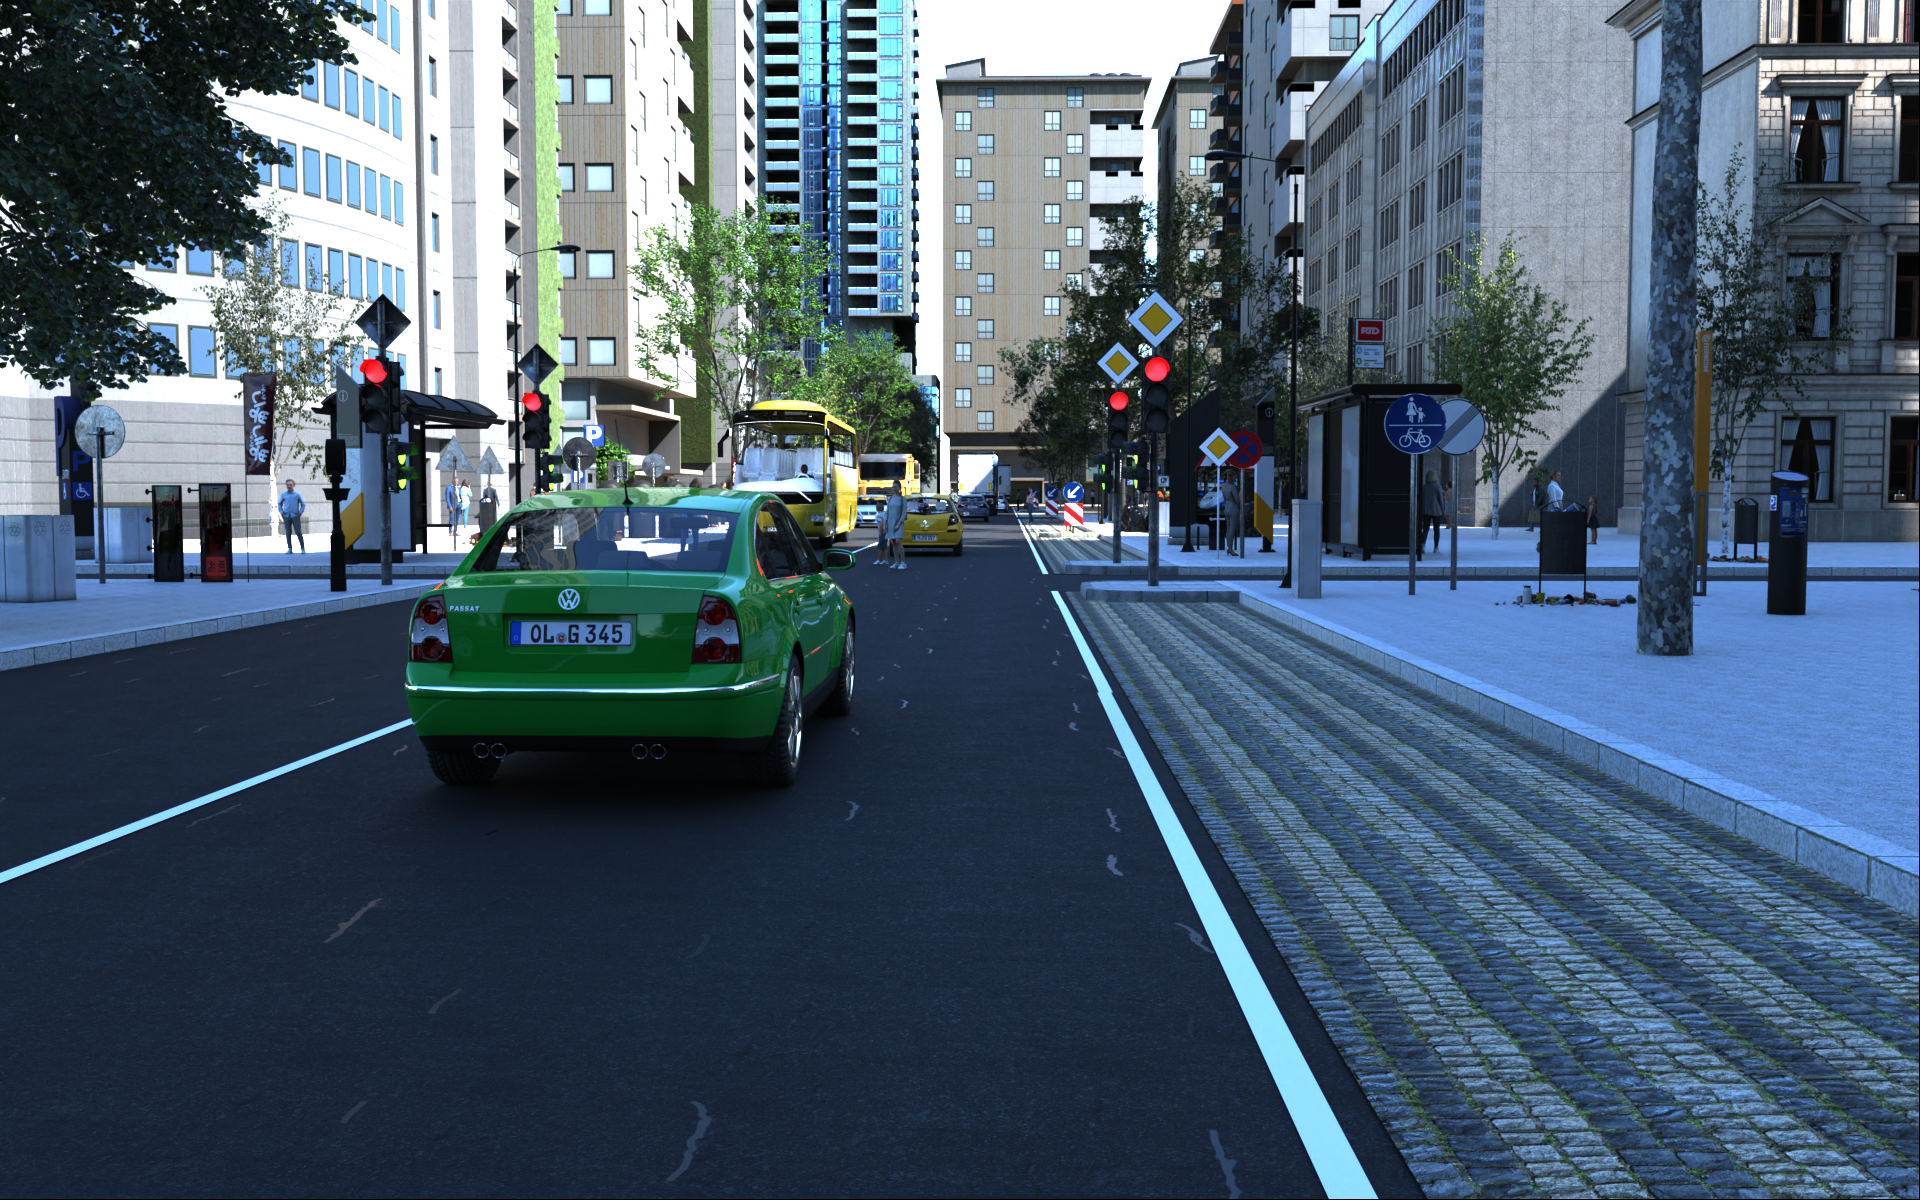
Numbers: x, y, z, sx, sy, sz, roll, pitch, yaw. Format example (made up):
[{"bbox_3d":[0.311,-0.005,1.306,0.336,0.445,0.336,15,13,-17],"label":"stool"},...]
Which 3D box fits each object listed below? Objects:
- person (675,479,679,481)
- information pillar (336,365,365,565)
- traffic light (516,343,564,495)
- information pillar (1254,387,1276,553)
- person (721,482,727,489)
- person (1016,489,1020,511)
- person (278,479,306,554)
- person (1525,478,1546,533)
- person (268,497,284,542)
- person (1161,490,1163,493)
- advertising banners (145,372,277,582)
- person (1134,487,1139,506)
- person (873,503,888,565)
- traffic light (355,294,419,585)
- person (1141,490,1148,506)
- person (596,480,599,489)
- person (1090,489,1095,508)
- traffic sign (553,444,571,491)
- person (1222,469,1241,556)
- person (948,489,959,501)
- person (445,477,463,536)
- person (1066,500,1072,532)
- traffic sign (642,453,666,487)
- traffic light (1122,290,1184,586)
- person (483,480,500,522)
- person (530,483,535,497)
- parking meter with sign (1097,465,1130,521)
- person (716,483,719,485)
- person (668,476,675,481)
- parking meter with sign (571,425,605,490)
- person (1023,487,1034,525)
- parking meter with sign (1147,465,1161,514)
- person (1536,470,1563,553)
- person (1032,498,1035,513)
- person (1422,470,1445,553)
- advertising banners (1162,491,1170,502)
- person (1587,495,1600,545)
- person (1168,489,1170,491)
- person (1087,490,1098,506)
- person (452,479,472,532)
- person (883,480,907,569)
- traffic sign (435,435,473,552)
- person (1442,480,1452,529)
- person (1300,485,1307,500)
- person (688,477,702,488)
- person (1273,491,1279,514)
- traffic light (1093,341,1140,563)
[{"bbox_3d":[-11.338,-3.925,69.583,0.474,1.900,0.648,-2,4,-34],"label":"person"},{"bbox_3d":[-11.085,-2.453,31.465,0.504,3.616,0.183,1,4,16],"label":"information pillar"},{"bbox_3d":[-7.863,-2.654,32.318,0.839,4.253,0.868,0,4,2],"label":"traffic light"},{"bbox_3d":[6.688,-2.853,37.995,0.504,3.616,0.183,-2,4,-28],"label":"information pillar"},{"bbox_3d":[-10.699,-4.432,78.418,0.656,1.842,0.836,-1,4,-16],"label":"person"},{"bbox_3d":[4.815,-8.331,144.720,0.705,1.823,1.348,0,4,7],"label":"person"},{"bbox_3d":[-14.294,-1.785,37.040,0.589,1.601,0.330,0,4,-3],"label":"person"},{"bbox_3d":[19.078,-3.133,57.252,0.713,1.824,0.794,1,4,12],"label":"person"},{"bbox_3d":[-18.234,-2.146,46.143,0.382,1.210,0.505,-1,4,-16],"label":"person"},{"bbox_3d":[20.063,-10.080,171.676,1.217,1.723,0.721,0,4,-1],"label":"person"},{"bbox_3d":[-10.831,-1.768,25.100,2.074,3.025,0.090,1,4,8],"label":"advertising banners"},{"bbox_3d":[12.360,-7.041,121.239,0.705,1.814,1.350,0,4,-2],"label":"person"},{"bbox_3d":[-1.597,-1.342,35.134,0.332,1.250,0.352,-3,4,-35],"label":"person"},{"bbox_3d":[-8.076,-2.166,24.336,0.839,4.253,0.868,0,4,2],"label":"traffic light"},{"bbox_3d":[19.407,-10.669,181.193,1.217,1.736,0.721,-2,4,-30],"label":"person"},{"bbox_3d":[-14.105,-3.745,67.376,0.694,1.812,0.767,3,5,41],"label":"person"},{"bbox_3d":[12.063,-9.268,158.505,0.436,1.711,0.756,3,5,39],"label":"person"},{"bbox_3d":[-10.484,-2.771,45.302,0.884,2.594,0.081,0,4,4],"label":"traffic sign"},{"bbox_3d":[5.700,-1.810,35.918,0.573,1.790,0.520,-3,4,-39],"label":"person"},{"bbox_3d":[-0.591,-7.239,126.938,1.350,1.814,0.705,1,4,21],"label":"person"},{"bbox_3d":[-15.445,-2.852,52.850,0.419,1.800,0.721,2,4,24],"label":"person"},{"bbox_3d":[4.164,-3.214,65.718,0.362,1.253,0.373,-1,4,-15],"label":"person"},{"bbox_3d":[-9.546,-3.294,53.964,0.768,2.556,0.104,1,4,10],"label":"traffic sign"},{"bbox_3d":[2.682,-2.150,24.066,0.839,4.253,0.868,0,4,2],"label":"traffic light"},{"bbox_3d":[-16.682,-3.373,61.607,0.576,1.772,0.534,-2,4,-24],"label":"person"},{"bbox_3d":[-20.024,-4.625,81.632,0.622,1.834,0.822,2,4,33],"label":"person"},{"bbox_3d":[7.469,-5.303,82.961,1.738,3.016,0.543,0,4,-4],"label":"parking meter with sign"},{"bbox_3d":[-11.664,-4.710,83.305,0.600,1.795,0.529,-2,4,-30],"label":"person"},{"bbox_3d":[-8.768,-2.883,53.150,0.822,1.834,0.622,0,4,-2],"label":"person"},{"bbox_3d":[-9.328,-2.846,42.795,0.543,3.016,1.738,1,4,10],"label":"parking meter with sign"},{"bbox_3d":[3.263,-4.352,80.240,0.643,1.750,0.593,-3,4,-37],"label":"person"},{"bbox_3d":[11.532,-6.553,103.399,0.543,3.016,1.738,0,4,-6],"label":"parking meter with sign"},{"bbox_3d":[12.727,-1.896,37.263,0.641,1.798,0.478,3,4,39],"label":"person"},{"bbox_3d":[5.259,-7.197,126.706,0.617,1.759,0.750,-1,4,-18],"label":"person"},{"bbox_3d":[10.111,-1.910,37.460,0.709,1.800,0.728,3,4,36],"label":"person"},{"bbox_3d":[9.378,-4.628,71.858,2.074,3.025,0.090,0,4,6],"label":"advertising banners"},{"bbox_3d":[16.055,-2.038,44.031,0.362,1.253,0.373,-3,5,-44],"label":"person"},{"bbox_3d":[14.177,-6.748,117.842,0.415,1.643,0.593,3,5,42],"label":"person"},{"bbox_3d":[13.797,-10.588,179.877,1.217,1.735,0.721,-1,4,-18],"label":"person"},{"bbox_3d":[-16.912,-3.210,58.787,0.793,1.790,0.793,-2,4,-26],"label":"person"},{"bbox_3d":[-1.211,-1.452,33.250,0.512,1.701,0.522,2,4,30],"label":"person"},{"bbox_3d":[-11.217,-2.349,38.408,0.884,2.594,0.081,0,4,8],"label":"traffic sign"},{"bbox_3d":[17.893,-3.502,63.664,0.532,1.782,0.716,1,4,19],"label":"person"},{"bbox_3d":[19.194,-5.533,96.932,0.576,1.772,0.534,3,4,37],"label":"person"},{"bbox_3d":[-5.790,-1.736,37.152,0.793,1.790,0.793,3,5,44],"label":"person"},{"bbox_3d":[20.034,-6.443,111.515,1.348,1.807,0.705,2,4,34],"label":"person"},{"bbox_3d":[2.895,-2.638,32.048,0.839,4.253,0.868,0,4,2],"label":"traffic light"}]
